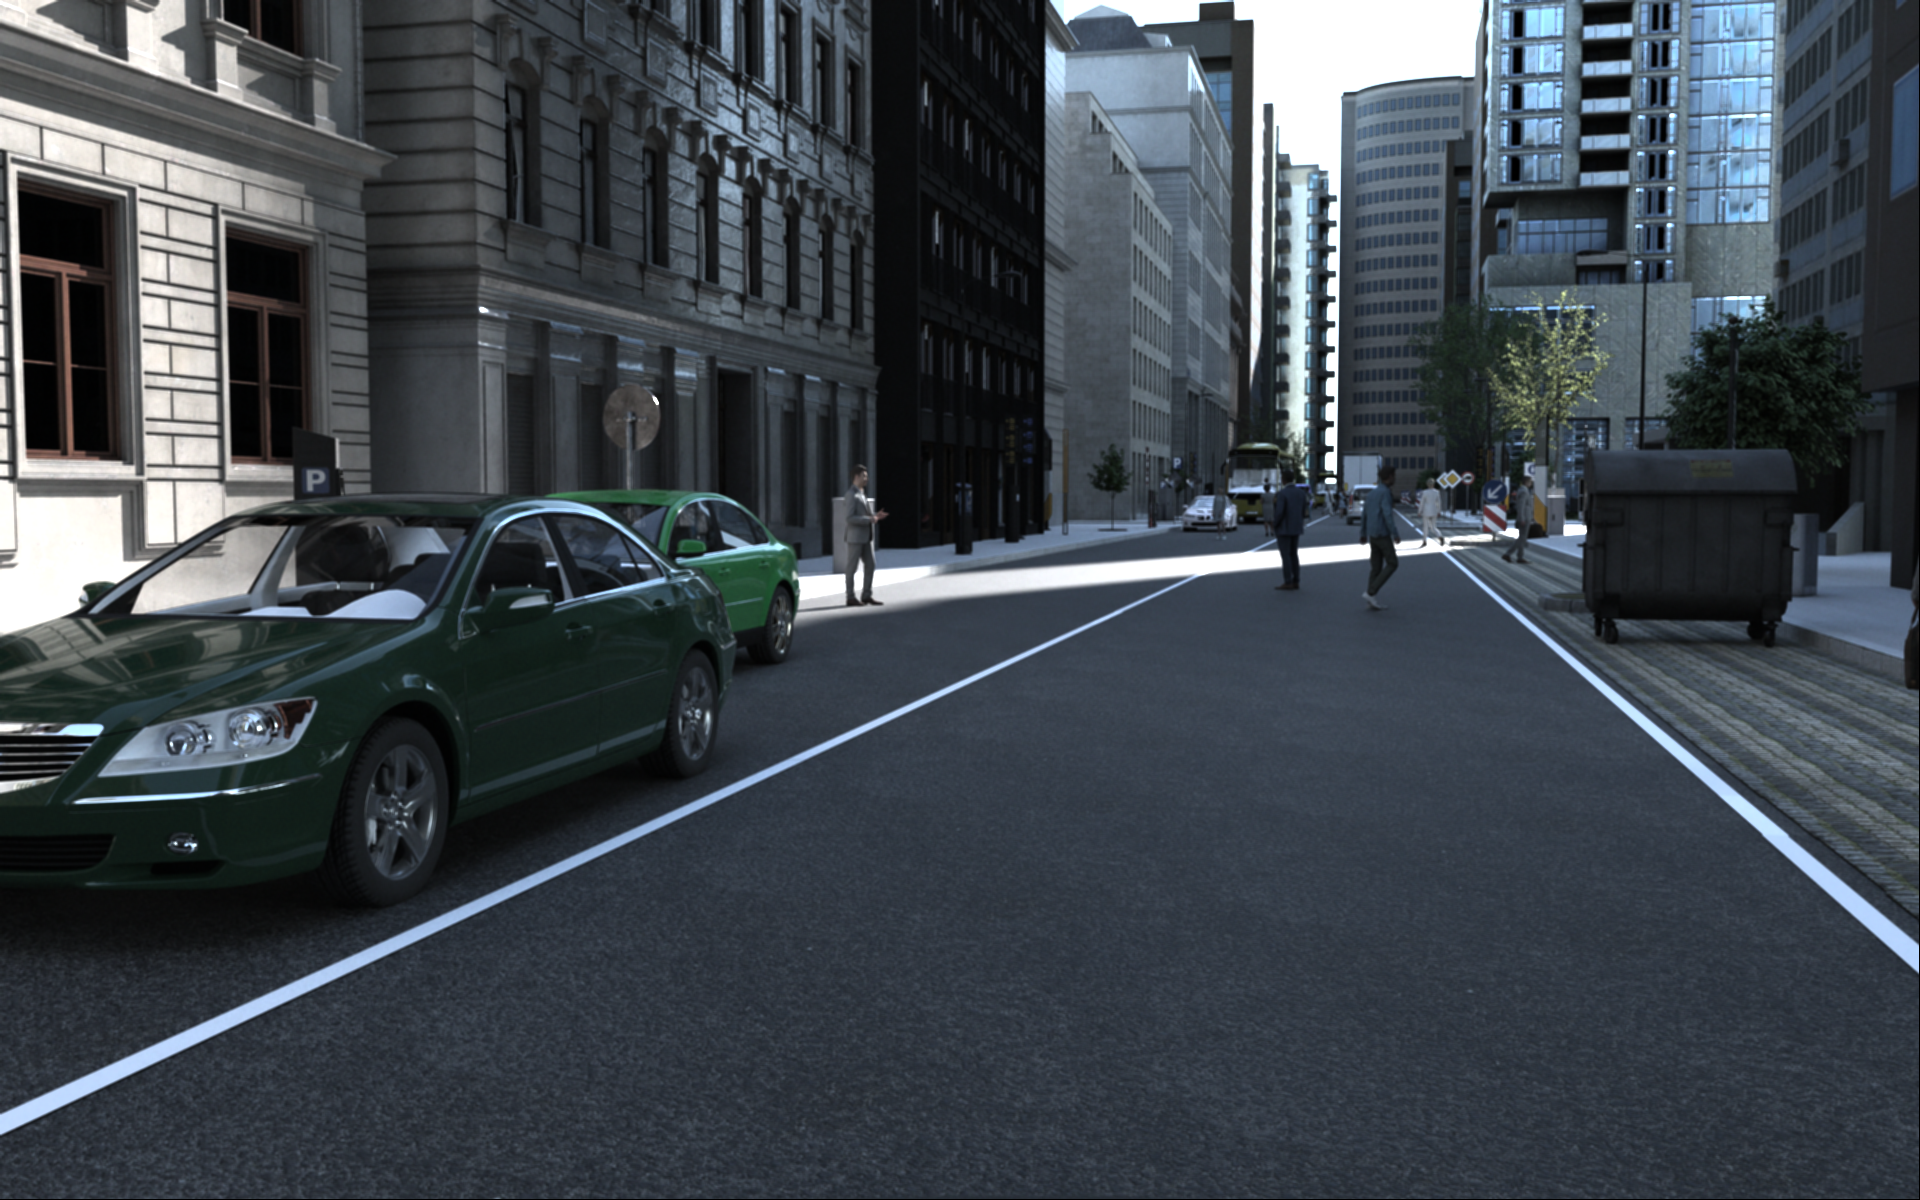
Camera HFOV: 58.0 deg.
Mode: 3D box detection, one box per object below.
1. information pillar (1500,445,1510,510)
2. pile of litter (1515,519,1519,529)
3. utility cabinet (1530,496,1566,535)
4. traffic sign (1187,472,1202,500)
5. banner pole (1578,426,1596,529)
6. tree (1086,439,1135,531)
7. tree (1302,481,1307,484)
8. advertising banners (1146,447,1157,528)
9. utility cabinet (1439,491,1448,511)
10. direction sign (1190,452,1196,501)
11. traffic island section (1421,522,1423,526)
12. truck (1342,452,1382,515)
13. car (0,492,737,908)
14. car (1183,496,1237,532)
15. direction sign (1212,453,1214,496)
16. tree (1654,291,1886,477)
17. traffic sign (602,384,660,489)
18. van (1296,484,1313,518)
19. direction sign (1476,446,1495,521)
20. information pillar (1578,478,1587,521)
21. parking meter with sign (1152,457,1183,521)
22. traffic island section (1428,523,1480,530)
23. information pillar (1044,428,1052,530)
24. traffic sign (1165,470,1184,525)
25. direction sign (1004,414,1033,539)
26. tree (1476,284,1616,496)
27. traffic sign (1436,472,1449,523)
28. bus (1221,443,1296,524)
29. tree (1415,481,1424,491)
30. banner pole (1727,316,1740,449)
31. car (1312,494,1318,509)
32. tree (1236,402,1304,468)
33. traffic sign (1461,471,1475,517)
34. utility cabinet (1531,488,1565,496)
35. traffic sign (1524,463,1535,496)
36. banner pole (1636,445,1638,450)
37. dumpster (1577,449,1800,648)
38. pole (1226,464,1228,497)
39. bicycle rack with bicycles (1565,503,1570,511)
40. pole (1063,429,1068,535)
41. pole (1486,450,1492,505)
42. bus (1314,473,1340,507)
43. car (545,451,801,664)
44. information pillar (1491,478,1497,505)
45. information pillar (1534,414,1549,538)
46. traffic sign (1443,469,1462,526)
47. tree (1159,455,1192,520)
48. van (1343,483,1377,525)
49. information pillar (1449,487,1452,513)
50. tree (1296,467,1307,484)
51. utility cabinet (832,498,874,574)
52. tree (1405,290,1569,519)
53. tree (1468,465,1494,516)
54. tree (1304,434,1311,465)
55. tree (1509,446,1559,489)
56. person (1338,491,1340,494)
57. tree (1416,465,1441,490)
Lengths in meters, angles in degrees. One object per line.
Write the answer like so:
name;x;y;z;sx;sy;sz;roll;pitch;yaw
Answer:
information pillar;26.079;-5.600;82.907;0.504;3.616;0.183;-2;4;-28
pile of litter;20.885;-3.014;63.251;1.719;0.858;1.176;-3;5;-43
utility cabinet;18.385;-2.632;54.195;1.020;1.237;0.306;2;4;24
traffic sign;10.847;-4.688;80.293;0.795;2.450;0.064;1;4;13
banner pole;23.284;-4.535;64.166;0.863;3.779;0.401;-2;4;-34
tree;5.452;-4.043;60.710;1.663;3.219;1.824;0;3;0
tree;43.724;-13.883;221.581;1.663;3.219;1.824;0;3;0
advertising banners;7.200;-4.227;65.304;0.090;3.025;2.074;1;4;18
utility cabinet;36.021;-7.361;129.032;0.318;1.500;1.173;0;4;-2
direction sign;12.591;-6.216;93.633;0.379;3.537;0.876;2;4;29
traffic island section;21.752;-3.392;77.740;2.009;0.180;2.903;1;4;13
truck;28.138;-8.073;120.908;2.839;4.237;11.283;1;4;15
car;-2.506;0.253;7.656;2.131;1.459;4.920;1;4;13
car;9.766;-3.368;67.435;2.083;1.381;4.827;1;4;13
direction sign;13.843;-6.287;94.796;0.379;3.537;0.876;0;4;6
tree;13.085;-2.718;28.154;4.285;4.588;4.351;0;3;0
traffic sign;-3.834;-1.225;20.129;0.768;2.556;0.104;1;4;21
van;20.080;-6.109;104.272;2.240;2.365;5.245;1;4;15
direction sign;24.765;-5.487;81.711;0.876;3.537;0.379;2;4;32
information pillar;29.186;-4.692;81.202;0.304;2.012;0.304;2;4;27
parking meter with sign;9.756;-5.226;81.710;1.738;3.016;0.543;-3;5;-45
traffic island section;19.887;-2.917;69.975;2.009;0.180;2.903;1;4;13
information pillar;3.090;-4.268;61.139;0.183;3.616;0.504;-2;4;-24
traffic sign;8.982;-4.213;72.528;0.795;2.450;0.064;1;4;13
direction sign;1.666;-3.497;49.178;0.876;3.537;0.379;-1;4;-20
tree;20.601;-6.744;60.632;4.360;8.622;3.978;0;3;0
traffic sign;21.728;-4.528;77.668;0.795;2.450;0.064;1;4;13
bus;15.187;-5.837;86.990;2.896;3.916;12.252;1;4;15
tree;56.266;-13.318;212.351;1.663;3.219;1.824;0;3;0
banner pole;10.981;-2.117;24.630;0.401;3.779;0.863;2;4;32
car;34.276;-9.808;170.582;2.015;1.641;3.980;1;4;13
tree;23.801;-11.327;135.552;4.737;8.622;4.395;0;3;0
traffic sign;28.237;-5.889;96.398;0.768;2.556;0.104;1;4;17
utility cabinet;22.327;-3.494;65.811;1.173;1.500;0.318;0;4;-1
traffic sign;18.236;-3.239;55.085;0.606;2.300;0.079;1;4;18
banner pole;30.415;-5.323;77.054;0.401;3.779;0.863;-3;5;-39
dumpster;6.980;-0.519;16.708;1.865;1.857;1.264;1;4;15
pole;18.396;-7.673;119.302;0.158;3.312;0.155;0;3;0
bicycle rack with bicycles;37.101;-5.634;105.500;2.852;0.926;2.925;0;4;-5
pole;3.321;-3.710;54.504;0.158;3.312;0.155;0;3;0
pole;24.367;-5.254;79.743;0.158;3.312;0.155;0;3;0
bus;42.855;-12.873;202.020;2.896;3.916;12.252;1;4;13
car;-2.661;-0.287;13.497;1.959;1.807;4.718;1;4;13
information pillar;24.618;-4.623;80.081;0.304;2.012;0.304;-1;4;-10
information pillar;17.201;-3.661;51.218;0.183;3.616;0.504;-2;4;-24
traffic sign;19.863;-4.053;69.903;0.795;2.450;0.064;1;4;13
tree;10.721;-5.609;86.308;1.663;3.219;1.824;0;3;0
van;19.029;-4.545;81.325;2.013;2.044;4.112;1;4;11
information pillar;34.075;-7.056;119.856;0.304;2.012;0.304;0;4;2
tree;34.666;-12.093;181.434;4.285;4.588;4.351;0;3;0
utility cabinet;-1.727;-1.044;28.235;0.306;1.237;1.020;1;4;21
tree;27.217;-10.020;89.590;9.928;11.665;9.643;0;3;0
tree;30.468;-6.524;101.262;1.663;3.219;1.824;0;3;0
tree;37.235;-14.889;193.799;4.737;8.622;4.395;0;3;0
tree;38.644;-8.144;116.867;4.285;4.588;4.351;0;3;0
person;38.260;-10.101;174.469;0.721;1.723;1.217;0;4;-6
tree;53.406;-13.005;196.347;4.285;4.588;4.351;0;3;0
